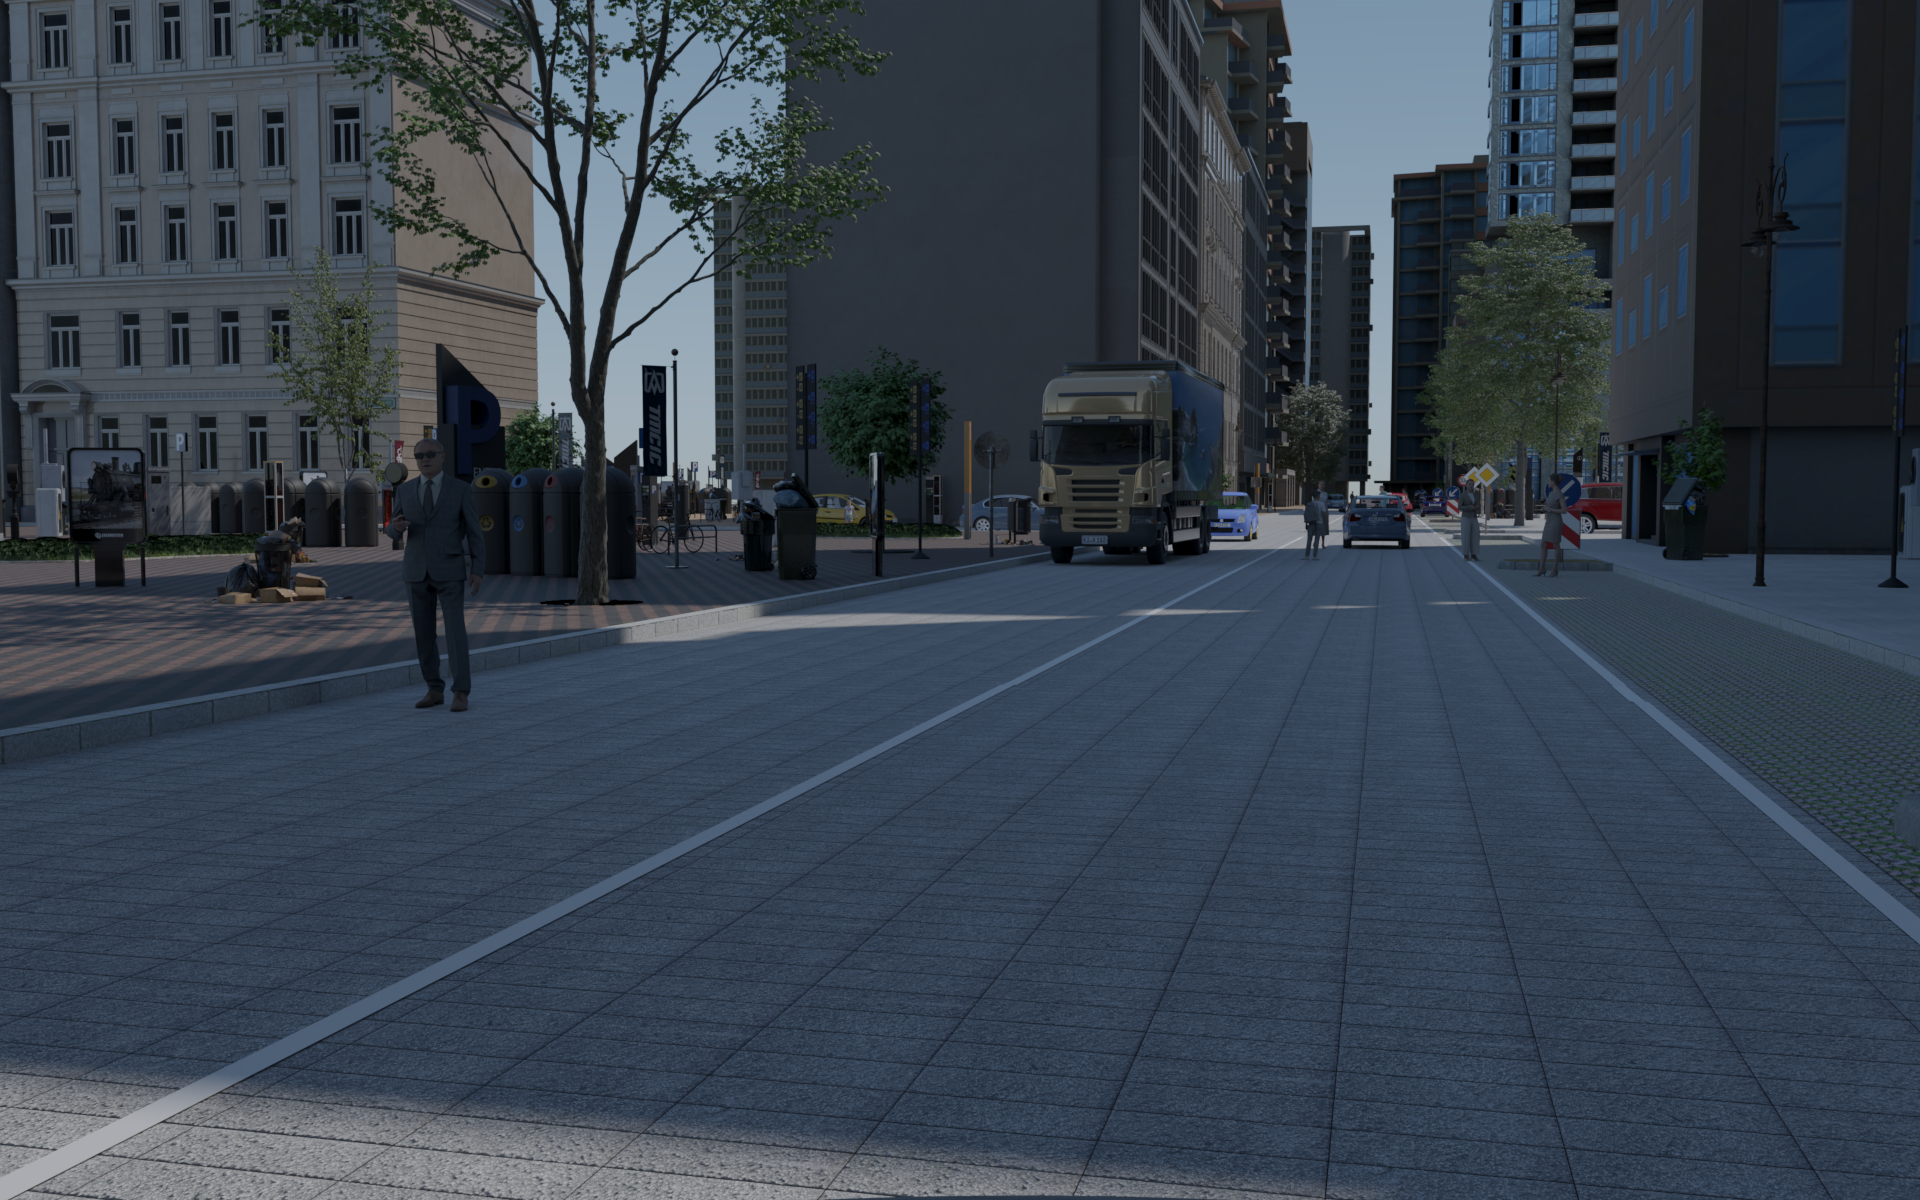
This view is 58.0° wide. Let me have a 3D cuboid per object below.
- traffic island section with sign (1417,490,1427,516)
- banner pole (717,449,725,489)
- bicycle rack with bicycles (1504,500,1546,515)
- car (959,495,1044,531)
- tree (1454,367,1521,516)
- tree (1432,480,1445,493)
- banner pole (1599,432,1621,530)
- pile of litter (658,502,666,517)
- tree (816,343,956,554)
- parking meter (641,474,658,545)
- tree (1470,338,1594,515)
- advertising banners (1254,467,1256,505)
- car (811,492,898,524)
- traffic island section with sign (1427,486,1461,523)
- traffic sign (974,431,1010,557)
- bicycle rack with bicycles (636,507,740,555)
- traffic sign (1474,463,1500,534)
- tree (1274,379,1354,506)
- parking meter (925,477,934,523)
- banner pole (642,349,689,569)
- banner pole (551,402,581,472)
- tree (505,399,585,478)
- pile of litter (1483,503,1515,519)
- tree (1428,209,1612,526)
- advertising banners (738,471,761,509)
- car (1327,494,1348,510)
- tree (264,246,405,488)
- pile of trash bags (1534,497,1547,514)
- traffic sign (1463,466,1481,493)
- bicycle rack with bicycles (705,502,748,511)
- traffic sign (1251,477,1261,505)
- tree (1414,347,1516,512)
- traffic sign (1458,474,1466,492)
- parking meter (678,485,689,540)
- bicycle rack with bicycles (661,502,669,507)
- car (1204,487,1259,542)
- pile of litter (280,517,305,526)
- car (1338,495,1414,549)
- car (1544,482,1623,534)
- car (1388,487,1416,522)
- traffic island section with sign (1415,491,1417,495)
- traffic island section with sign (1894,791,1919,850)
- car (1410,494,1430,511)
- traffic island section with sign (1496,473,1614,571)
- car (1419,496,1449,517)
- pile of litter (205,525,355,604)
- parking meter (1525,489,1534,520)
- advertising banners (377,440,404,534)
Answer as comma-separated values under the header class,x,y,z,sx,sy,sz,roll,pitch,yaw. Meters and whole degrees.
class,x,y,z,sx,sy,sz,roll,pitch,yaw
traffic island section with sign,31.164,-6.410,113.434,1.989,1.847,2.006,1,4,14
banner pole,-13.254,-6.481,95.977,0.401,3.779,0.863,2,4,25
bicycle rack with bicycles,34.030,-5.519,103.612,2.925,0.926,2.852,-1,4,-11
car,2.241,-3.049,61.861,4.499,1.417,2.014,1,4,14
tree,30.138,-9.101,99.158,4.360,8.622,3.978,0,3,0
tree,58.041,-13.192,210.289,1.663,3.219,1.824,0,3,0
banner pole,23.126,-4.381,61.642,0.863,3.779,0.401,0,4,-3
pile of litter,-16.943,-5.177,98.604,1.719,0.858,1.176,2,4,34
tree,-1.650,-3.319,37.982,4.285,4.588,4.351,0,3,0
parking meter,-7.827,-2.323,43.691,0.255,1.863,0.399,2,4,24
tree,25.440,-7.855,78.797,4.737,8.622,4.395,0,3,0
advertising banners,17.285,-6.444,101.551,0.090,3.025,2.074,1,4,11
car,-4.302,-3.316,64.444,3.980,1.641,2.015,1,4,15
traffic island section with sign,24.701,-4.809,87.262,1.989,1.847,2.006,1,4,14
traffic sign,0.637,-2.141,35.117,0.768,2.556,0.104,1,4,15
bicycle rack with bicycles,-6.739,-1.485,37.655,2.852,0.926,2.925,2,4,28
traffic sign,16.718,-3.142,55.021,0.795,2.450,0.064,1,4,14
tree,38.912,-17.509,192.921,9.857,13.997,8.962,0,3,0
parking meter,-1.019,-3.189,57.850,0.255,1.863,0.399,0,4,-6
banner pole,-5.090,-2.431,29.757,0.863,3.779,0.401,-3,4,-37
banner pole,-10.803,-3.479,46.896,0.863,3.779,0.401,2,4,24
tree,-14.628,-4.670,60.070,4.285,4.588,4.351,0,3,0
pile of litter,27.966,-4.648,89.956,1.719,0.858,1.176,2,4,27
tree,22.901,-9.246,69.295,7.486,12.596,7.792,0,3,0
advertising banners,-15.996,-8.274,131.468,2.074,3.025,0.090,-3,4,-36
car,32.109,-8.320,148.040,2.014,1.417,4.499,1,4,12
tree,-18.251,-6.166,51.184,4.737,8.622,4.395,0,3,0
pile of trash bags,37.019,-6.278,112.397,1.912,1.369,3.447,0,4,-5
traffic sign,18.633,-3.617,62.774,0.795,2.450,0.064,1,4,14
bicycle rack with bicycles,-10.513,-4.010,78.937,2.852,0.926,2.925,1,4,11
traffic sign,17.903,-6.282,104.847,0.606,2.300,0.079,2,4,23
tree,36.038,-12.030,122.446,9.928,11.665,9.643,0,3,0
traffic sign,32.425,-6.813,111.497,0.768,2.556,0.104,1,4,18
parking meter,-7.784,-2.451,48.482,0.372,1.533,0.369,0,3,0
bicycle rack with bicycles,-14.345,-4.190,81.895,2.925,0.926,2.852,0,4,-1
car,8.260,-2.685,53.496,1.945,1.707,3.694,1,4,14
pile of litter,-12.684,-1.123,32.328,1.176,0.858,1.719,-3,4,-37
car,11.242,-2.129,46.813,2.014,1.417,4.499,1,4,13
car,22.244,-2.994,57.621,5.304,1.827,2.281,1,4,16
car,21.633,-4.737,86.486,2.155,1.783,4.494,1,4,16
traffic island section with sign,43.074,-9.359,161.640,1.989,1.847,2.006,1,4,14
traffic island section with sign,4.789,0.125,6.578,1.989,1.847,2.006,1,4,14
car,39.957,-8.563,149.798,2.009,1.686,4.222,1,4,14
traffic island section with sign,11.307,-1.492,33.024,1.989,1.847,2.006,1,4,14
car,29.450,-5.797,107.361,1.945,1.354,3.894,1,4,15
pile of litter,-8.157,-0.422,20.860,1.719,0.858,1.176,-1,4,-20
parking meter,27.799,-4.654,84.504,0.372,1.533,0.369,0,3,0
advertising banners,-18.475,-3.644,55.774,0.090,3.025,2.074,1,4,16
